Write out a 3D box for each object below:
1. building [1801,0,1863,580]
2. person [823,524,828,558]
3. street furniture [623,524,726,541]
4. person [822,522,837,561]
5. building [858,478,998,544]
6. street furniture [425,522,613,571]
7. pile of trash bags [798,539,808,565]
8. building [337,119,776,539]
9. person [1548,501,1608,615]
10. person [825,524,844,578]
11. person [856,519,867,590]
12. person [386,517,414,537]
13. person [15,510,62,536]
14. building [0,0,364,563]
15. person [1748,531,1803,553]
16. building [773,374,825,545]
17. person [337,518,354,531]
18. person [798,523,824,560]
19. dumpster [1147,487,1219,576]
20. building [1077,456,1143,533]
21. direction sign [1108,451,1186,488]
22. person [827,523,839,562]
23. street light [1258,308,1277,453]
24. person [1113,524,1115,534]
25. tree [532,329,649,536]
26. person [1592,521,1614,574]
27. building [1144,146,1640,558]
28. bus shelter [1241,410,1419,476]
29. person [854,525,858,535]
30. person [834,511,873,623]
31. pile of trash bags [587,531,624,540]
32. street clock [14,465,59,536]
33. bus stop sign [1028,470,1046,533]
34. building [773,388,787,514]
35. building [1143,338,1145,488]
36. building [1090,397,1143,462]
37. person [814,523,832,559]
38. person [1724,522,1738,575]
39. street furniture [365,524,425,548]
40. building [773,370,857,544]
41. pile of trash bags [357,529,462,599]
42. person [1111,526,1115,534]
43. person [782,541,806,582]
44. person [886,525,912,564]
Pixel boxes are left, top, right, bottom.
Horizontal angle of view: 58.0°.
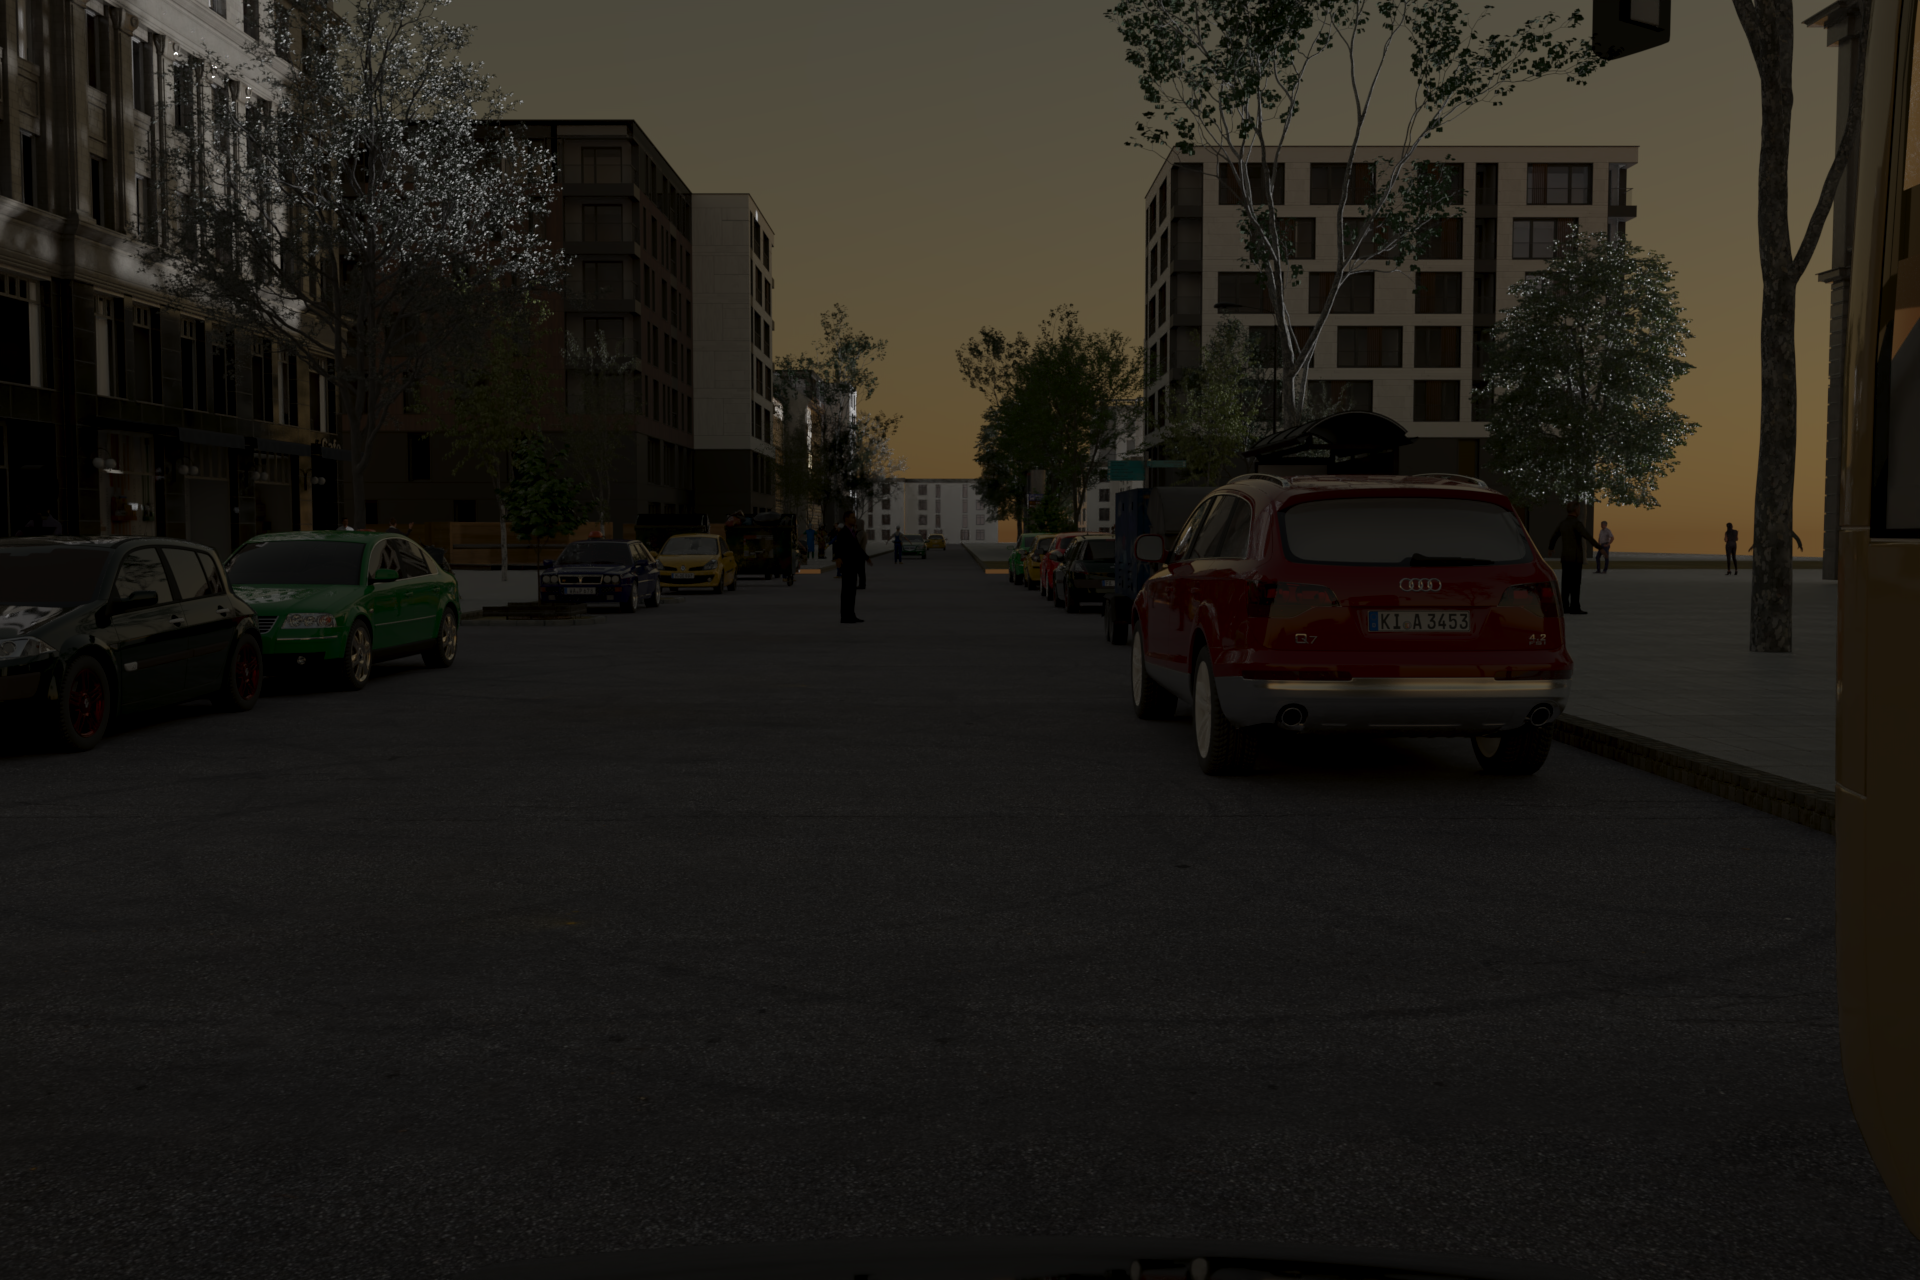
[{"bbox_3d":[28.087,-11.732,32.472,13.314,22.015,24.055,0,3,0],"label":"building"},{"bbox_3d":[-7.200,-5.195,91.076,1.345,1.843,0.704,2,4,31],"label":"person"},{"bbox_3d":[-13.439,-4.203,75.577,9.812,1.723,11.010,0,4,-2],"label":"street furniture"},{"bbox_3d":[-5.899,-4.685,82.371,1.354,1.856,0.705,-1,4,-18],"label":"person"},{"bbox_3d":[-8.235,-19.151,257.721,28.070,9.664,9.099,0,4,-2],"label":"building"},{"bbox_3d":[-15.998,-3.611,65.888,9.812,1.723,11.010,-3,5,-45],"label":"street furniture"},{"bbox_3d":[-7.255,-3.785,71.642,1.912,1.369,3.447,0,4,0],"label":"pile of trash bags"},{"bbox_3d":[-26.552,-15.782,102.005,27.936,21.610,32.646,0,3,0],"label":"building"},{"bbox_3d":[9.831,-1.319,27.746,0.705,1.807,1.348,-1,4,-20],"label":"person"},{"bbox_3d":[-3.928,-2.889,56.154,0.721,1.772,1.216,3,5,39],"label":"person"},{"bbox_3d":[-2.599,-2.221,44.895,0.705,1.813,1.348,1,4,9],"label":"person"},{"bbox_3d":[-14.771,-2.377,45.712,0.742,1.727,0.445,-1,4,-10],"label":"person"},{"bbox_3d":[-13.022,-1.093,24.361,0.568,1.767,0.683,1,4,21],"label":"person"},{"bbox_3d":[-29.671,-16.788,54.080,16.754,29.471,25.880,0,4,0],"label":"building"},{"bbox_3d":[16.514,-1.724,35.025,1.217,1.735,0.721,-1,4,-11],"label":"person"},{"bbox_3d":[-26.428,-22.855,204.610,19.493,23.208,18.063,0,4,1],"label":"building"},{"bbox_3d":[-19.934,-3.062,56.226,1.344,1.810,0.704,-2,4,-35],"label":"person"},{"bbox_3d":[-7.545,-4.966,87.323,1.347,1.817,0.704,0,4,-1],"label":"person"},{"bbox_3d":[2.640,-0.461,15.754,1.865,1.857,1.264,0,4,-2],"label":"dumpster"},{"bbox_3d":[19.082,-15.814,200.702,9.099,9.664,28.070,0,4,-1],"label":"building"},{"bbox_3d":[6.033,-4.080,55.478,2.525,3.948,1.411,0,3,0],"label":"direction sign"},{"bbox_3d":[-5.686,-4.510,79.878,0.704,1.812,1.346,-3,4,-36],"label":"person"},{"bbox_3d":[6.863,-3.810,34.832,1.470,5.913,1.316,0,4,0],"label":"street light"},{"bbox_3d":[7.628,-4.818,85.039,0.705,1.796,1.348,-1,4,-9],"label":"person"},{"bbox_3d":[-12.530,-6.808,61.676,4.360,8.622,3.978,0,3,0],"label":"tree"},{"bbox_3d":[20.841,-3.007,56.138,0.436,1.711,0.756,0,4,-7],"label":"person"},{"bbox_3d":[25.137,-16.134,107.759,27.936,21.610,32.646,0,3,0],"label":"building"},{"bbox_3d":[6.478,-2.272,31.072,2.014,3.302,5.546,0,3,0],"label":"bus shelter"},{"bbox_3d":[-5.820,-5.541,96.784,1.347,1.806,0.705,1,4,9],"label":"person"},{"bbox_3d":[-1.763,-1.178,27.942,0.704,1.802,1.346,1,4,20],"label":"person"},{"bbox_3d":[-10.608,-2.580,51.941,1.912,1.369,3.447,0,4,-1],"label":"pile of trash bags"},{"bbox_3d":[-9.703,-0.837,18.254,0.358,2.002,0.471,0,3,0],"label":"street clock"},{"bbox_3d":[3.210,-5.026,71.198,0.837,3.901,0.837,0,3,0],"label":"bus stop sign"},{"bbox_3d":[-28.911,-21.674,185.299,19.493,23.208,18.063,0,4,-1],"label":"building"},{"bbox_3d":[25.008,-16.831,141.644,16.747,18.905,31.486,0,3,0],"label":"building"},{"bbox_3d":[23.035,-23.360,238.351,16.016,20.090,11.380,0,3,0],"label":"building"},{"bbox_3d":[-7.135,-5.106,89.243,0.705,1.858,1.354,3,5,42],"label":"person"},{"bbox_3d":[24.033,-2.843,54.000,0.415,1.643,0.593,3,5,44],"label":"person"},{"bbox_3d":[-25.515,-4.338,77.777,9.812,1.723,11.010,0,4,-8],"label":"street furniture"},{"bbox_3d":[-28.742,-23.703,231.513,27.936,21.610,32.646,0,4,0],"label":"building"},{"bbox_3d":[-10.624,-1.389,32.465,1.912,1.369,3.447,0,4,-1],"label":"pile of trash bags"},{"bbox_3d":[8.811,-5.747,100.762,0.721,1.733,1.217,2,4,31],"label":"person"},{"bbox_3d":[-5.173,-2.684,52.203,0.705,1.847,1.347,3,4,38],"label":"person"},{"bbox_3d":[-2.944,-4.553,82.757,1.347,1.847,0.705,1,4,20],"label":"person"}]
